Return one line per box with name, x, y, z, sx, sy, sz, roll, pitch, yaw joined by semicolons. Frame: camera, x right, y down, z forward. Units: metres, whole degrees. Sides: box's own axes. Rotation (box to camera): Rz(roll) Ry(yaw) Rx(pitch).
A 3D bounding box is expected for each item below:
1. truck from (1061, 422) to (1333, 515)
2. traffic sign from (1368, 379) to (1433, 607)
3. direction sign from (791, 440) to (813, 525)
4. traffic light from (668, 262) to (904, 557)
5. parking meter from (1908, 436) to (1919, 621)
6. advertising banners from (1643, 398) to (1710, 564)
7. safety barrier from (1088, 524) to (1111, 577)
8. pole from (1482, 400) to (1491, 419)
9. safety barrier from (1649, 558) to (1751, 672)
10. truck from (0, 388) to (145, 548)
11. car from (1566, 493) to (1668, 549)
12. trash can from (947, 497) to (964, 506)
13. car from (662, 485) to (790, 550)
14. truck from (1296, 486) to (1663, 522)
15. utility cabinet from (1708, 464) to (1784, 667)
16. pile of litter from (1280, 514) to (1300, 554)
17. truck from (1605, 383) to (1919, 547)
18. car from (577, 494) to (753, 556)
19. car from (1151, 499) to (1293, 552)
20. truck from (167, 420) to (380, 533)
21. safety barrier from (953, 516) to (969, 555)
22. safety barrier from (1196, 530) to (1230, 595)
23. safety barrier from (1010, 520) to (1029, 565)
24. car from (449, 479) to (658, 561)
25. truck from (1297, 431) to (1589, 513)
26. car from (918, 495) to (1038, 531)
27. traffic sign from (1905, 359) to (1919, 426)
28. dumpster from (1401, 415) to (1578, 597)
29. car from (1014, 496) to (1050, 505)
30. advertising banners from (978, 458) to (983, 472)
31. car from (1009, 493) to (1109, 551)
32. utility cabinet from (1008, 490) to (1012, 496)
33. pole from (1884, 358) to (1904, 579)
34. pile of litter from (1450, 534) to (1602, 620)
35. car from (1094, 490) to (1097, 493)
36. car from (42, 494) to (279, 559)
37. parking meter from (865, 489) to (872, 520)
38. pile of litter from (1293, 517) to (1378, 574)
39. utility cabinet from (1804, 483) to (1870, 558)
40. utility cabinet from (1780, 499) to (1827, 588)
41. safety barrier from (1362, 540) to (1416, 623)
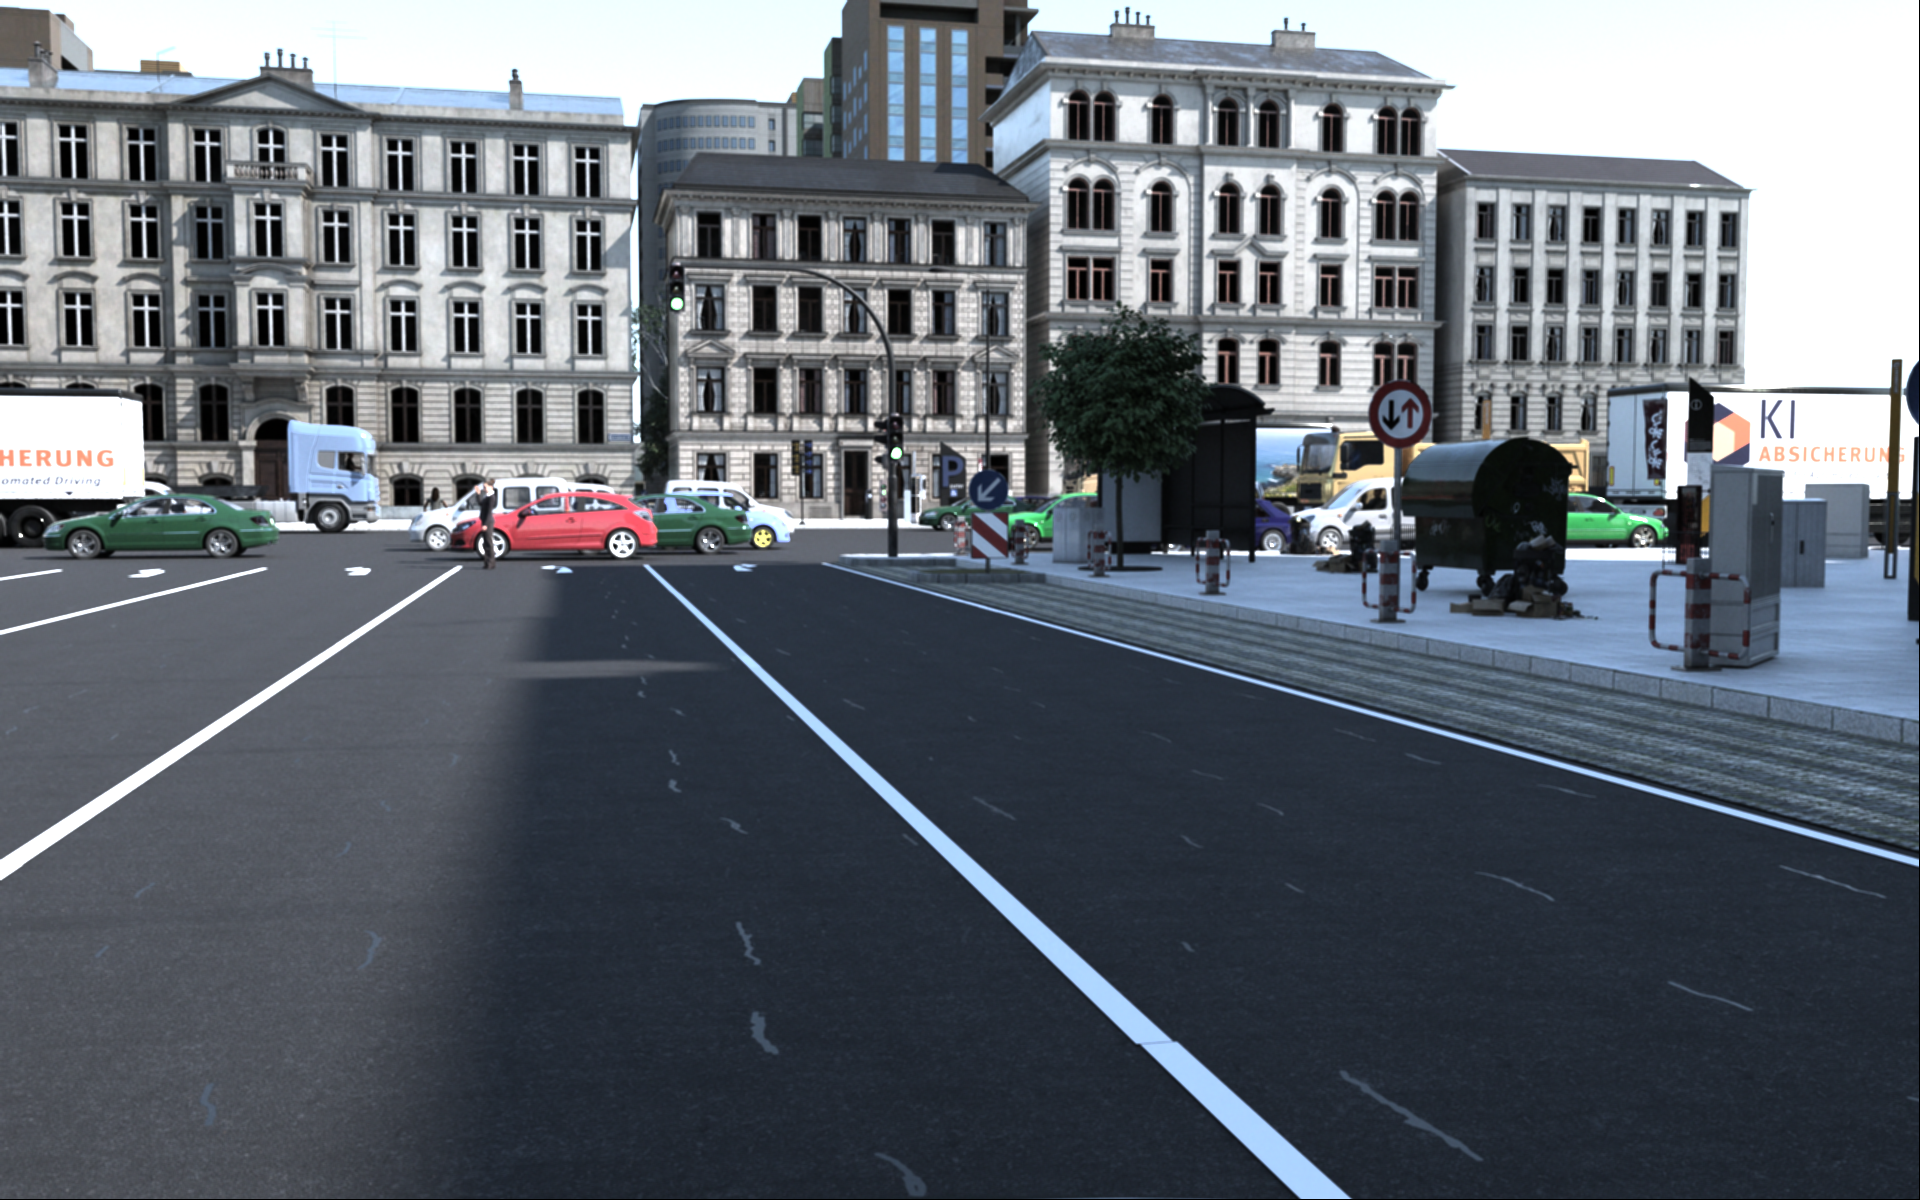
truck;9.040;-4.874;68.609;11.283;4.237;2.839;-1;4;-14
traffic sign;4.891;-1.178;19.360;0.768;2.556;0.104;-1;4;-12
direction sign;-6.628;-4.937;72.721;0.876;3.537;0.379;0;4;3
traffic light;-3.425;-3.673;34.724;4.771;5.953;1.251;-1;4;-13
parking meter;9.834;-0.722;17.520;0.399;1.863;0.255;-2;4;-32
advertising banners;13.225;-2.149;31.326;0.090;3.025;2.074;-2;4;-33
safety barrier;2.154;-0.765;26.791;0.300;0.817;1.120;-1;4;-13
pole;11.440;-2.683;37.718;0.158;3.312;0.155;0;3;0
safety barrier;5.357;0.104;12.577;0.300;0.817;1.120;-1;4;-13
truck;-28.088;-3.506;46.235;11.283;4.237;2.839;-1;4;-12
car;15.056;-2.064;42.537;4.718;1.807;1.959;-1;4;-11
trash can;-0.204;-3.917;75.690;0.748;1.137;0.748;0;3;0
car;-6.307;-2.177;45.181;3.694;1.707;1.945;-1;4;-11
truck;21.248;-4.395;61.609;18.799;4.110;2.967;-1;4;-11
utility cabinet;5.992;-0.275;13.177;0.318;1.500;1.173;2;4;35
pile of litter;7.458;-1.407;36.964;1.176;0.858;1.719;0;4;-3
truck;22.909;-3.512;46.339;11.283;4.237;2.839;-1;4;-14
car;-7.453;-1.818;41.530;4.920;1.459;2.131;-1;4;-14
car;5.863;-1.736;40.971;3.894;1.354;1.945;-1;4;-13
truck;-30.140;-4.446;62.453;18.799;4.110;2.967;-1;4;-14
safety barrier;0.019;-1.345;36.274;0.300;0.817;1.120;-1;4;-13
safety barrier;3.217;-0.476;22.055;0.300;0.817;1.120;-1;4;-13
safety barrier;1.085;-1.056;31.535;0.300;0.817;1.120;-1;4;-13
car;-8.934;-1.780;38.151;4.494;1.783;2.155;-1;4;-12
truck;14.657;-3.564;54.193;9.791;3.379;3.469;-1;4;-14
car;0.772;-3.442;68.081;4.920;1.459;2.131;-1;4;-13
traffic sign;8.587;-0.923;15.193;0.768;2.556;0.104;0;4;-8
dumpster;6.800;-1.212;22.304;1.502;2.255;1.985;-1;4;-13
car;3.410;-3.664;72.488;3.894;1.354;1.945;-1;4;-13
advertising banners;1.318;-5.470;85.620;0.090;3.025;2.074;2;4;25
car;2.877;-2.203;44.822;4.718;1.807;1.959;-1;4;-11
utility cabinet;2.357;-4.854;88.041;0.318;1.500;1.173;-1;4;-16
pole;14.125;-1.979;26.194;0.158;3.312;0.155;0;3;0
pile of litter;5.946;-0.269;18.363;1.176;0.858;1.719;-1;4;-16
car;6.681;-2.954;56.975;5.304;1.827;2.281;-1;4;-11
car;-18.048;-1.675;39.187;4.920;1.459;2.131;-1;4;-14
parking meter;-4.576;-4.795;86.804;0.372;1.533;0.369;0;3;0
pile of litter;6.408;-0.900;28.683;1.176;0.858;1.719;2;4;30
utility cabinet;17.609;-1.598;34.799;0.318;1.500;1.173;-3;4;-36
utility cabinet;11.364;-0.779;23.891;1.020;1.237;0.306;0;4;5
safety barrier;4.282;-0.186;17.311;0.300;0.817;1.120;-1;4;-13
